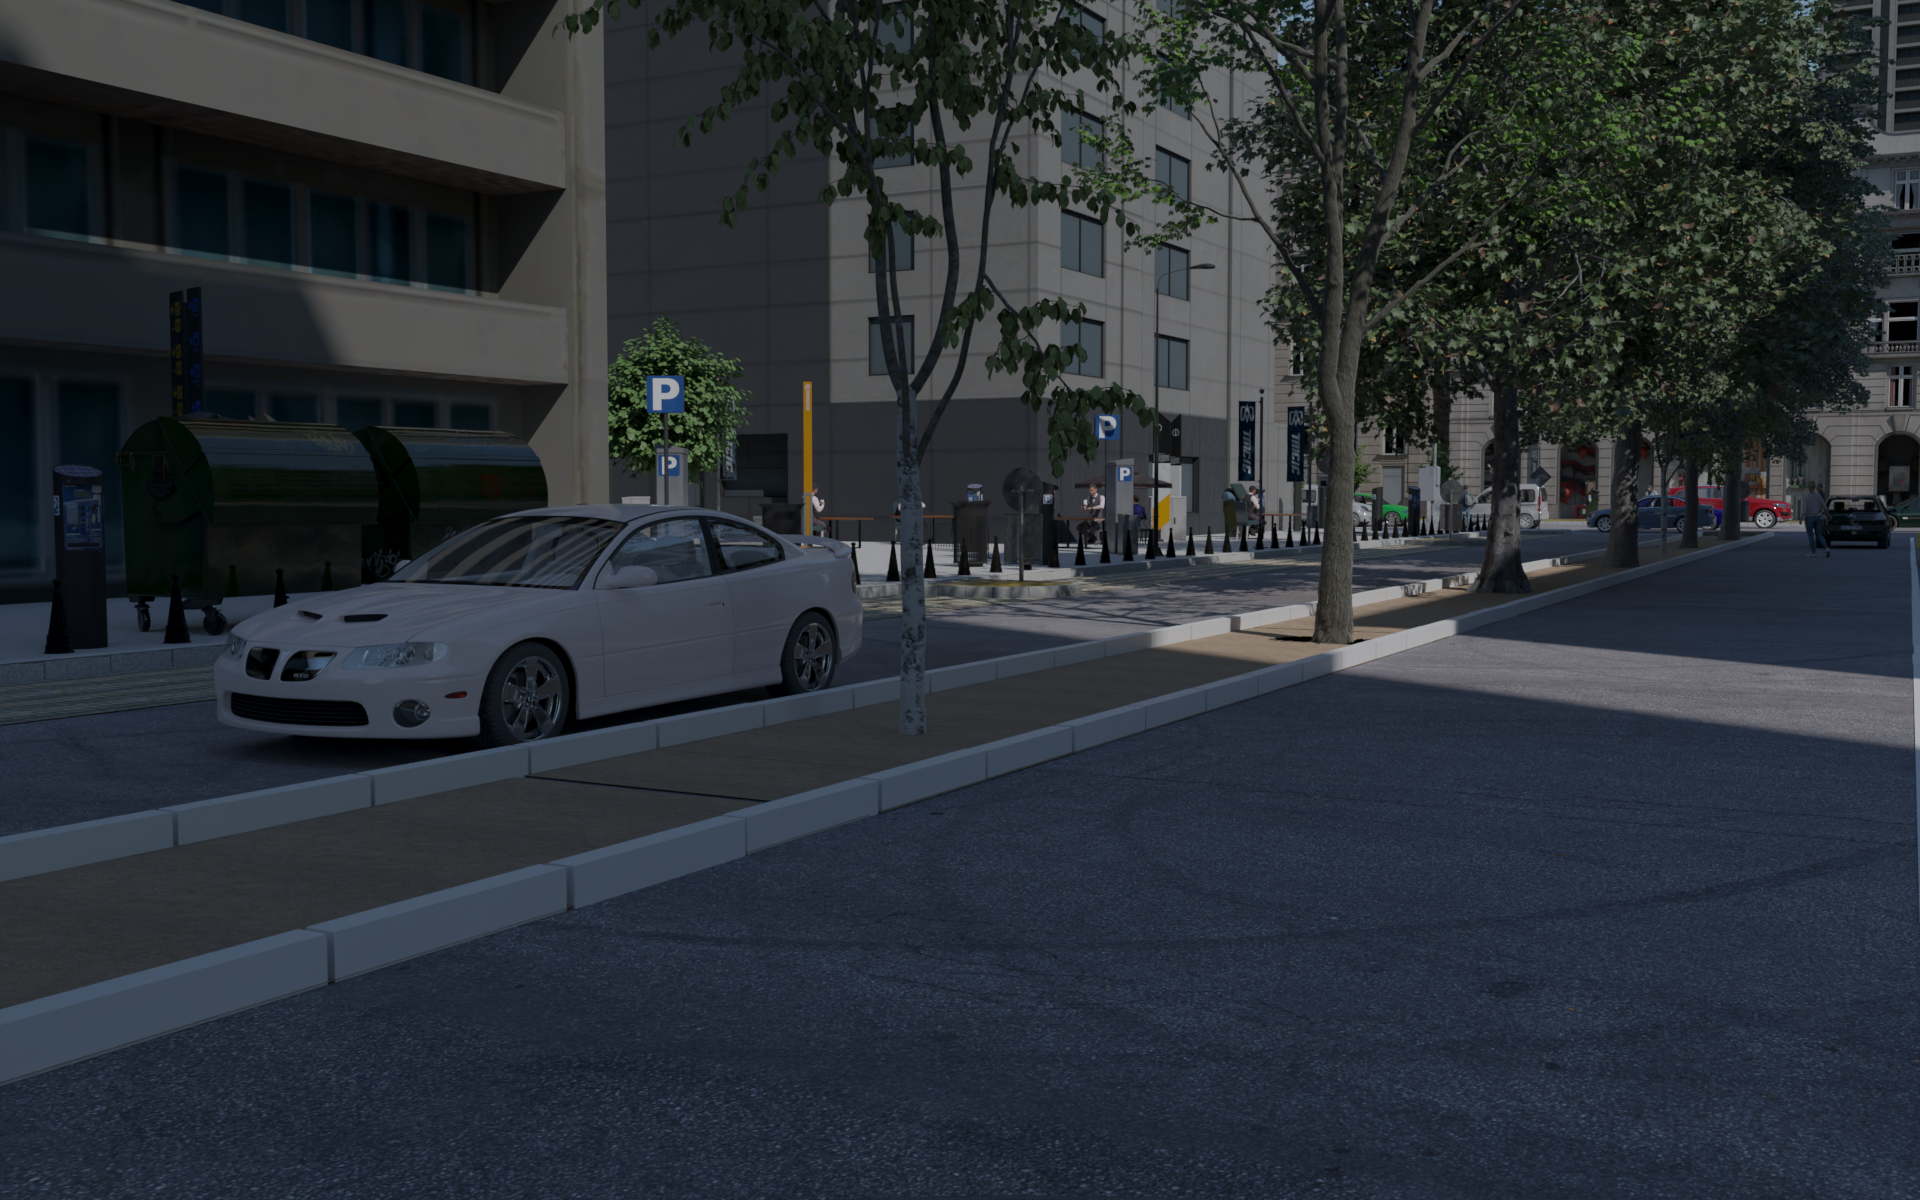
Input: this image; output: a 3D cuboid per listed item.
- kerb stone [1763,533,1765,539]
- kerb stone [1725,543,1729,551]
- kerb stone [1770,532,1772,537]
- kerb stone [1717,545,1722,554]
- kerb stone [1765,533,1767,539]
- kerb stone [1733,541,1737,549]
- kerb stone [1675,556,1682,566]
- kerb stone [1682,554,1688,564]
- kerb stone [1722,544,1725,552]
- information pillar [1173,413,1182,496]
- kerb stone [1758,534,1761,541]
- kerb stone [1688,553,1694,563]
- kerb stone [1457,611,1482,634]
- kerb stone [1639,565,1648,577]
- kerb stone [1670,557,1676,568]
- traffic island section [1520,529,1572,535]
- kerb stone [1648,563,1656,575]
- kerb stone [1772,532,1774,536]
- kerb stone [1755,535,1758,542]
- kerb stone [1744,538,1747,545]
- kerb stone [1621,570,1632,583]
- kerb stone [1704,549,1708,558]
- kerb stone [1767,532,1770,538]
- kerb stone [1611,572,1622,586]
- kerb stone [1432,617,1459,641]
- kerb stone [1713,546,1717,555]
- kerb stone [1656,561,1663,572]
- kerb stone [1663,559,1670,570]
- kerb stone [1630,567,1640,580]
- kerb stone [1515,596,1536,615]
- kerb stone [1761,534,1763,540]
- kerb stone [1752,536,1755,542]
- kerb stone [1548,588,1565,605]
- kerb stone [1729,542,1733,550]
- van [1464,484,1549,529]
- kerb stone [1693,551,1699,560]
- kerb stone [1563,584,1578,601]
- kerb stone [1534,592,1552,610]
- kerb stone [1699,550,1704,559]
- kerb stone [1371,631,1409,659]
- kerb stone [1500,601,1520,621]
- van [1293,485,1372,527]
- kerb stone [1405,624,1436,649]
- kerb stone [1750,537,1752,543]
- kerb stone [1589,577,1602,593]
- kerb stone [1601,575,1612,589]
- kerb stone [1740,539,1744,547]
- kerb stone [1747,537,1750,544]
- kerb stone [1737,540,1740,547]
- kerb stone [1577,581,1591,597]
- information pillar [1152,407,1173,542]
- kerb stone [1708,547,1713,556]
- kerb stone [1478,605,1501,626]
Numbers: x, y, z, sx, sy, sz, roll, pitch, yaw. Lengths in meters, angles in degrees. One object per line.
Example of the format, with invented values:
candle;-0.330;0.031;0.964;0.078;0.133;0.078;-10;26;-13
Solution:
kerb stone;25.028;-1.955;54.225;0.120;0.150;1.000;2;4;29
kerb stone;19.108;-1.297;43.418;0.120;0.150;1.000;2;4;29
kerb stone;26.514;-2.121;56.935;0.120;0.150;1.000;2;4;29
kerb stone;18.122;-1.187;41.611;0.120;0.150;1.000;2;4;29
kerb stone;25.517;-2.014;55.125;0.120;0.150;1.000;2;4;29
kerb stone;20.096;-1.406;45.214;0.120;0.150;1.000;2;4;29
kerb stone;14.170;-0.746;34.395;0.120;0.150;1.000;2;4;29
kerb stone;14.668;-0.802;35.301;0.120;0.150;1.000;2;4;29
kerb stone;18.612;-1.243;42.511;0.120;0.150;1.000;2;4;29
information pillar;6.222;-3.613;50.423;0.504;3.616;0.183;2;4;32
kerb stone;24.049;-1.848;52.422;0.120;0.150;1.000;2;4;29
kerb stone;15.158;-0.857;36.201;0.120;0.150;1.000;2;4;29
kerb stone;5.276;0.248;18.162;0.120;0.150;1.000;2;4;29
kerb stone;11.698;-0.471;29.901;0.120;0.150;1.000;2;4;29
kerb stone;13.678;-0.685;33.496;0.120;0.150;1.000;2;4;29
traffic island section;20.703;-2.430;62.013;2.009;0.180;2.903;2;4;29
kerb stone;12.195;-0.526;30.797;0.120;0.150;1.000;2;4;29
kerb stone;27.008;-2.180;57.832;0.120;0.150;1.000;2;4;29
kerb stone;23.553;-1.794;51.525;0.120;0.150;1.000;2;4;29
kerb stone;21.583;-1.566;47.917;0.120;0.150;1.000;2;4;29
kerb stone;10.719;-0.361;28.098;0.120;0.150;1.000;2;4;29
kerb stone;16.634;-1.022;38.904;0.120;0.150;1.000;2;4;29
kerb stone;26.028;-2.069;56.024;0.120;0.150;1.000;2;4;29
kerb stone;10.220;-0.306;27.194;0.120;0.150;1.000;2;4;29
kerb stone;4.776;0.308;17.268;0.120;0.150;1.000;2;4;29
kerb stone;17.626;-1.128;40.708;0.120;0.150;1.000;2;4;29
kerb stone;12.685;-0.580;31.702;0.120;0.150;1.000;2;4;29
kerb stone;13.182;-0.636;32.599;0.120;0.150;1.000;2;4;29
kerb stone;11.210;-0.416;28.998;0.120;0.150;1.000;2;4;29
kerb stone;6.756;0.081;20.877;0.120;0.150;1.000;2;4;29
kerb stone;24.540;-1.904;53.322;0.120;0.150;1.000;2;4;29
kerb stone;23.059;-1.738;50.628;0.120;0.150;1.000;2;4;29
kerb stone;7.744;-0.028;22.687;0.120;0.150;1.000;2;4;29
kerb stone;19.604;-1.353;44.315;0.120;0.150;1.000;2;4;29
van;22.434;-4.003;72.456;4.112;2.044;2.013;2;4;30
kerb stone;15.649;-0.912;37.101;0.120;0.150;1.000;2;4;29
kerb stone;8.242;-0.085;23.593;0.120;0.150;1.000;2;4;29
kerb stone;7.251;0.029;21.775;0.120;0.150;1.000;2;4;29
kerb stone;16.149;-0.967;38.000;0.120;0.150;1.000;2;4;29
kerb stone;3.792;0.412;15.454;0.120;0.150;1.000;2;4;29
kerb stone;6.266;0.141;19.968;0.120;0.150;1.000;2;4;29
van;16.040;-4.198;75.649;4.112;2.044;2.013;2;4;27
kerb stone;4.287;0.358;16.357;0.120;0.150;1.000;2;4;29
kerb stone;22.568;-1.684;49.726;0.120;0.150;1.000;2;4;29
kerb stone;9.234;-0.195;25.387;0.120;0.150;1.000;2;4;29
kerb stone;9.721;-0.250;26.289;0.120;0.150;1.000;2;4;29
kerb stone;21.094;-1.518;47.016;0.120;0.150;1.000;2;4;29
kerb stone;22.083;-1.628;48.816;0.120;0.150;1.000;2;4;29
kerb stone;20.590;-1.463;46.116;0.120;0.150;1.000;2;4;29
kerb stone;8.740;-0.140;24.489;0.120;0.150;1.000;2;4;29
information pillar;5.400;-3.376;46.548;0.504;3.616;0.183;1;4;9
kerb stone;17.132;-1.077;39.806;0.120;0.150;1.000;2;4;29
kerb stone;5.766;0.191;19.073;0.120;0.150;1.000;2;4;29
